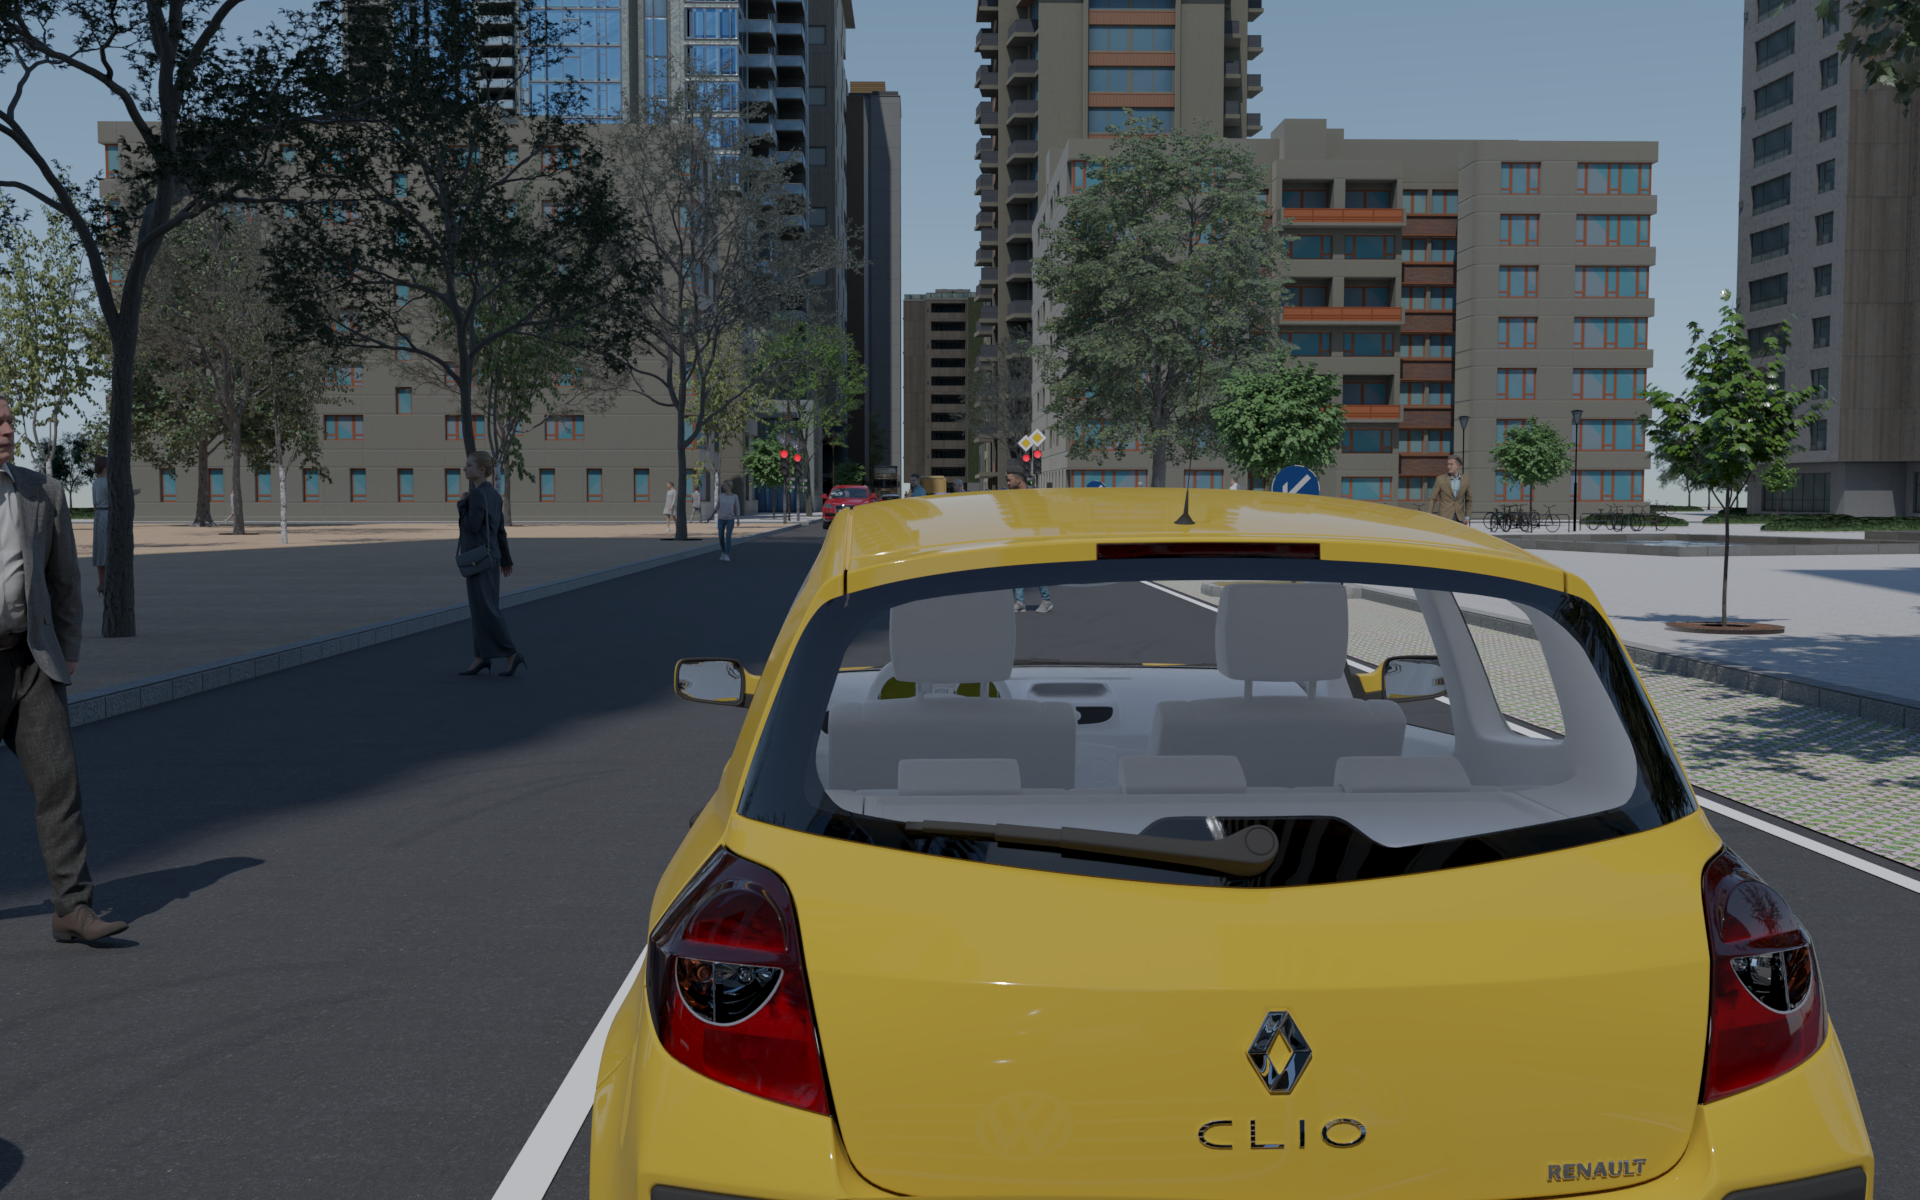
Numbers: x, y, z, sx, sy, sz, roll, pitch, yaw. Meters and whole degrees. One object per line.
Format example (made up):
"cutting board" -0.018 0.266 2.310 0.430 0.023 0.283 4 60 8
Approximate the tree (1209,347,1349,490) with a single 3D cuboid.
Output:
"tree" 7.195 -3.370 38.811 4.285 4.588 4.351 0 3 0

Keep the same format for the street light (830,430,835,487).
"street light" -9.111 -9.295 124.764 0.468 5.910 1.993 0 4 -1

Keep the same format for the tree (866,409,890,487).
"tree" -12.120 -17.629 206.356 7.486 12.596 7.792 0 3 0

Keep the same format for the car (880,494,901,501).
"car" -4.893 -6.741 122.216 2.014 1.417 4.499 0 4 -3

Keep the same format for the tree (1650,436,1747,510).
"tree" 59.356 -10.478 134.218 11.467 7.101 20.602 0 4 -5

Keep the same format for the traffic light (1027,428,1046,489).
"traffic light" 3.289 -5.220 74.266 0.839 4.253 0.868 0 4 -1

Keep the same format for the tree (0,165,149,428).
"tree" -20.749 -5.444 39.376 4.737 8.622 4.395 0 3 0

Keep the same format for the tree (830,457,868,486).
"tree" -9.766 -10.297 152.072 4.285 4.588 4.351 0 3 0

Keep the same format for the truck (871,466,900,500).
"truck" -7.506 -11.274 173.245 2.839 4.237 11.283 0 4 -3

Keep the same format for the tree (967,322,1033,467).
"tree" 4.358 -12.999 122.902 12.009 13.543 11.850 0 3 0

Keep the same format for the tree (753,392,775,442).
"tree" -14.072 -10.012 114.061 4.360 8.622 3.978 0 3 0

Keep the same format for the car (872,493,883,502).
"car" -5.721 -5.866 104.948 2.155 1.783 4.494 0 4 -1

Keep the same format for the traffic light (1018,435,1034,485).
"traffic light" 3.109 -5.708 82.249 0.839 4.253 0.868 0 4 -1

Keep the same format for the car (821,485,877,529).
"car" -4.553 -3.870 71.948 2.281 1.827 5.304 0 4 1

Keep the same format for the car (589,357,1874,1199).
"car" 0.296 0.386 3.920 2.015 1.641 3.980 0 4 -2

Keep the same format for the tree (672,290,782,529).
"tree" -8.779 -6.895 63.096 4.737 8.622 4.395 0 3 0

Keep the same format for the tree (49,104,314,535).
"tree" -22.806 -8.796 54.191 12.009 13.543 11.850 0 3 0

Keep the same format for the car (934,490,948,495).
"car" -0.975 -5.812 104.616 1.945 1.707 3.694 0 4 -3

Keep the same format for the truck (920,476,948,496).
"truck" -2.929 -11.564 184.994 3.469 3.379 9.791 0 4 -3

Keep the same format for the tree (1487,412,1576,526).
"tree" 22.974 -5.261 69.725 4.285 4.588 4.351 0 3 0

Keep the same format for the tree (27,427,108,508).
"tree" -65.158 -10.684 137.585 11.467 7.101 20.602 -1 4 -11

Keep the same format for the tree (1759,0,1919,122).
"tree" 8.009 -5.453 6.166 9.611 12.733 9.660 0 3 0

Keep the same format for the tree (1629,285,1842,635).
"tree" 7.087 -1.326 16.280 1.663 3.219 1.824 0 3 0

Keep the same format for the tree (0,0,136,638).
"tree" -7.492 -4.925 14.939 8.767 10.594 7.601 -1 4 -17

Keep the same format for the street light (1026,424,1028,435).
"street light" 4.392 -8.657 114.326 0.468 5.910 1.993 0 4 -1

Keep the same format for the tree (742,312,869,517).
"tree" -8.704 -10.525 97.839 9.928 11.665 9.643 0 3 0

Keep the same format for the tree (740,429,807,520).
"tree" -9.430 -6.340 87.379 4.285 4.588 4.351 0 3 0

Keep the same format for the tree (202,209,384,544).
"tree" -17.181 -5.750 44.370 4.360 8.622 3.978 0 3 0

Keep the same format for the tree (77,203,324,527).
"tree" -29.594 -9.216 67.695 9.611 12.733 9.660 0 3 0

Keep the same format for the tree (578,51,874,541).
"tree" -7.578 -8.391 47.563 12.009 13.543 11.850 0 3 0

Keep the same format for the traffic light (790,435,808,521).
"traffic light" -7.649 -5.692 81.992 0.839 4.253 0.868 0 4 -1

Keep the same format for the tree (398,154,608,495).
"tree" -9.760 -5.318 37.317 4.737 8.622 4.395 0 3 0

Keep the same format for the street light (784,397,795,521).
"street light" -8.151 -6.712 82.530 0.468 5.910 1.993 0 4 -1

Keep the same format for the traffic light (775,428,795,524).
"traffic light" -7.469 -5.204 74.009 0.839 4.253 0.868 0 4 -1

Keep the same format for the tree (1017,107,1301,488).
"tree" 6.835 -9.285 58.464 9.857 13.997 8.962 0 3 0
